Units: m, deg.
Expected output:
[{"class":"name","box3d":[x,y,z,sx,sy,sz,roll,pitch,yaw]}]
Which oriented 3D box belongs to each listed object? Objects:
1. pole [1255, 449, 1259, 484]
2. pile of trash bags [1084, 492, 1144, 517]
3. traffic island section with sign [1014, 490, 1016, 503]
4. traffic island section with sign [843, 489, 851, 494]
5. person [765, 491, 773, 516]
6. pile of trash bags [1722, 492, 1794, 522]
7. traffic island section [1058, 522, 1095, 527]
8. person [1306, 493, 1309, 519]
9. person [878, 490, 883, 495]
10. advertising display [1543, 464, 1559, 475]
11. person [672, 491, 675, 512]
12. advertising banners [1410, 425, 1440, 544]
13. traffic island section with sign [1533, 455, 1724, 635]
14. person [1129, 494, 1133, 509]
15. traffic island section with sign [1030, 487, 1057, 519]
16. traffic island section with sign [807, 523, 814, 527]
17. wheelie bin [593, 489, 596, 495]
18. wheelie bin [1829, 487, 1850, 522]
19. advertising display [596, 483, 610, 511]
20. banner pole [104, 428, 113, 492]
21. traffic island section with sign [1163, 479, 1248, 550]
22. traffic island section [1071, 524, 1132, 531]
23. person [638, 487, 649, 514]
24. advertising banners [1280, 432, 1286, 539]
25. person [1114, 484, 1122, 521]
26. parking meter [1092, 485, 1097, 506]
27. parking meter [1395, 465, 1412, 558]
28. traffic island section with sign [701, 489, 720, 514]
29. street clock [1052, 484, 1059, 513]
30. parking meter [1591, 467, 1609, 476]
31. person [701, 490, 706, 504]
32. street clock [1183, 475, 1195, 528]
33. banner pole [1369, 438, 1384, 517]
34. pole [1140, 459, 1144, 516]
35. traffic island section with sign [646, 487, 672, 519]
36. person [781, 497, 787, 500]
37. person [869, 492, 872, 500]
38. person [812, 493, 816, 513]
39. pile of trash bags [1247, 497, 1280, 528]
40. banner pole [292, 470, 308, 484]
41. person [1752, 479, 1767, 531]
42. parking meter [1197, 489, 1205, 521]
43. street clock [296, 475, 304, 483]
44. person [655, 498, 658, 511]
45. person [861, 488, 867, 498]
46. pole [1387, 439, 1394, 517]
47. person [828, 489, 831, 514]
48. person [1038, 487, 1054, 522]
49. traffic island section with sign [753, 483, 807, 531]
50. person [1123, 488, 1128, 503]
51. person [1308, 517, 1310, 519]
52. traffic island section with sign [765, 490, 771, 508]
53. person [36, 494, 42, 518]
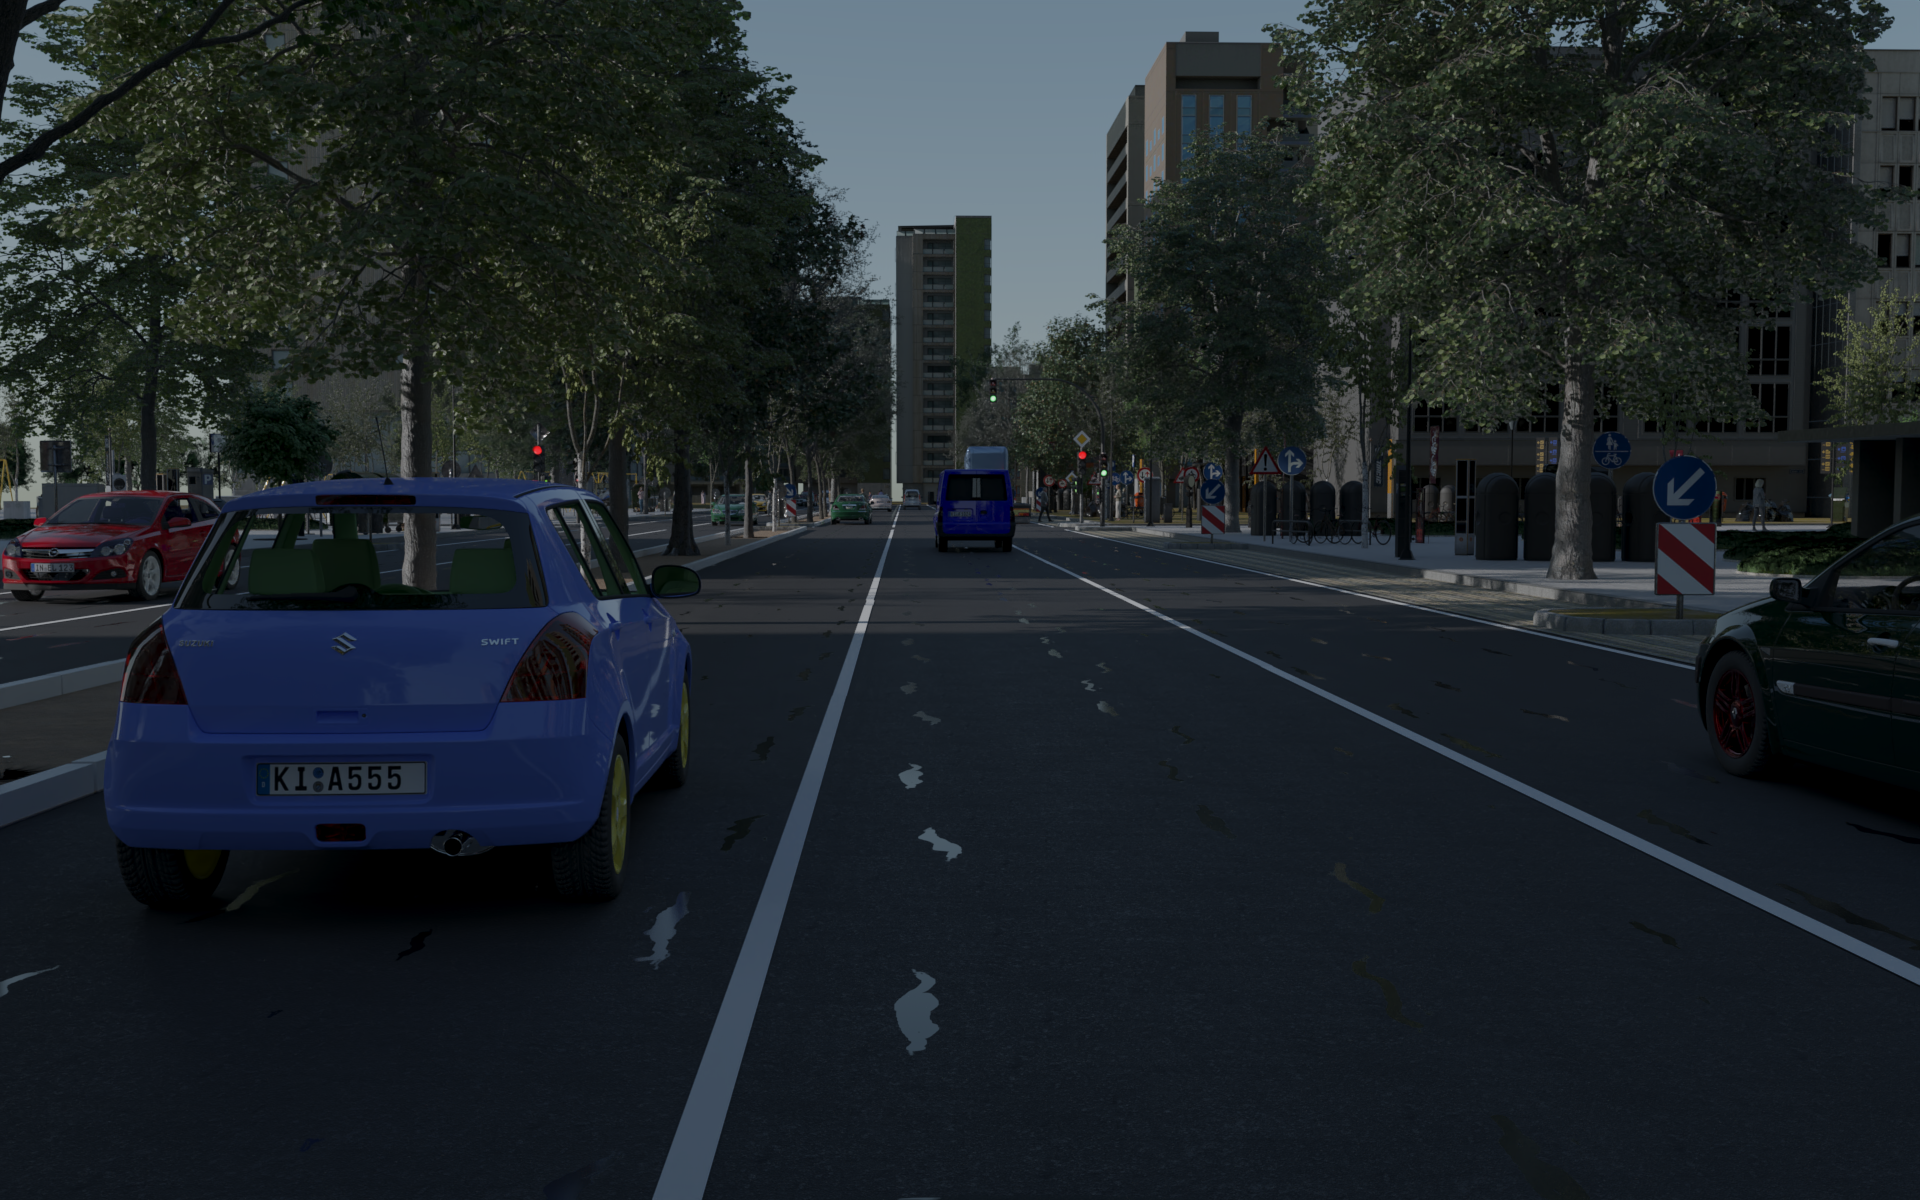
[{"class":"pole","box3d":[13.442,-5.177,78.481,0.158,3.312,0.155,0,3,0]},{"class":"pile of trash bags","box3d":[8.686,-5.264,95.821,3.447,1.369,1.912,-2,4,-24]},{"class":"traffic island section with sign","box3d":[3.689,-7.323,128.365,1.989,1.847,2.006,0,4,-2]},{"class":"traffic island section with sign","box3d":[-9.843,-8.715,150.624,2.006,1.907,1.989,0,4,-2]},{"class":"person","box3d":[-12.230,-6.273,111.270,0.583,1.804,0.606,2,4,27]},{"class":"pile of trash bags","box3d":[36.515,-4.297,80.009,3.447,1.369,1.912,0,4,-2]},{"class":"traffic island section","box3d":[5.372,-3.302,76.275,2.009,0.180,2.903,0,4,-2]},{"class":"person","box3d":[14.440,-3.918,72.906,0.599,1.781,0.374,-1,4,-10]},{"class":"person","box3d":[-7.187,-9.252,159.645,0.709,1.838,0.599,2,4,32]},{"class":"advertising display","box3d":[12.958,-1.958,37.219,0.974,1.923,0.123,-1,4,-16]},{"class":"person","box3d":[-20.366,-7.231,124.367,0.767,1.812,0.694,2,4,32]},{"class":"advertising banners","box3d":[12.009,-2.996,45.170,0.090,3.025,2.074,-1,4,-10]},{"class":"traffic island section with sign","box3d":[7.251,-0.599,18.418,1.989,1.847,2.006,0,4,-2]},{"class":"person","box3d":[13.577,-7.739,136.862,0.394,1.301,0.425,0,4,7]},{"class":"traffic island section with sign","box3d":[4.577,-5.650,101.004,1.989,1.847,2.006,0,4,-2]},{"class":"traffic island section with sign","box3d":[-7.408,-4.122,75.525,2.006,1.907,1.989,0,4,-2]},{"class":"wheelie bin","box3d":[-23.458,-6.369,112.039,0.693,1.594,0.980,-3,4,-36]},{"class":"wheelie bin","box3d":[40.796,-4.429,80.328,0.693,1.594,0.980,-3,5,-43]},{"class":"advertising display","box3d":[-20.539,-5.785,99.793,0.974,1.923,0.123,-3,5,-45]},{"class":"banner pole","box3d":[-31.978,-4.592,65.098,0.401,3.779,0.863,-1,4,-9]},{"class":"traffic island section with sign","box3d":[6.377,-2.247,45.359,1.989,1.847,2.006,0,4,-2]},{"class":"traffic island section","box3d":[5.630,-2.814,68.294,2.009,0.180,2.903,0,4,-2]},{"class":"person","box3d":[-20.390,-6.414,111.507,0.643,1.750,0.593,1,4,14]},{"class":"advertising banners","box3d":[9.277,-3.275,49.731,0.090,3.025,2.074,1,4,9]},{"class":"person","box3d":[7.598,-4.702,83.464,0.362,1.759,0.519,0,4,-7]},{"class":"parking meter","box3d":[7.922,-5.874,101.749,0.255,1.863,0.399,0,4,-3]},{"class":"parking meter","box3d":[8.981,-1.797,35.091,0.255,1.863,0.399,0,4,4]},{"class":"traffic island section with sign","box3d":[-18.031,-7.297,127.932,1.989,1.847,2.006,0,4,-2]},{"class":"street clock","box3d":[6.646,-7.092,120.523,0.471,2.002,0.358,2,4,25]},{"class":"parking meter","box3d":[13.581,-1.904,36.840,0.255,1.863,0.399,-1,4,-10]},{"class":"person","box3d":[-31.750,-12.691,214.205,0.551,1.740,0.621,-2,4,-29]},{"class":"street clock","box3d":[8.714,-3.747,65.829,0.358,2.002,0.471,3,5,42]},{"class":"banner pole","box3d":[18.641,-5.365,77.736,0.863,3.779,0.401,-1,4,-10]},{"class":"pole","box3d":[10.647,-6.586,101.521,0.158,3.312,0.155,0,3,0]},{"class":"traffic island section with sign","box3d":[-17.157,-5.637,100.793,1.989,1.847,2.006,0,4,-2]},{"class":"person","box3d":[-14.936,-8.504,147.636,0.694,1.812,0.767,1,4,23]},{"class":"person","box3d":[-11.665,-13.188,225.041,0.530,1.710,0.541,-3,4,-38]},{"class":"person","box3d":[-11.217,-7.533,131.689,0.620,1.820,0.660,0,4,3]},{"class":"pile of trash bags","box3d":[11.876,-3.429,65.818,1.912,1.369,3.447,0,4,8]},{"class":"banner pole","box3d":[-29.694,-5.389,78.124,0.863,3.779,0.401,-2,4,-33]},{"class":"person","box3d":[27.923,-3.316,60.437,0.526,1.800,0.537,0,4,-1]},{"class":"parking meter","box3d":[11.530,-4.558,82.927,0.372,1.533,0.369,0,3,0]},{"class":"street clock","box3d":[-19.998,-2.933,52.522,0.358,2.002,0.471,-1,4,-21]},{"class":"person","box3d":[-22.881,-7.281,130.110,0.382,1.210,0.505,-3,5,-44]},{"class":"person","box3d":[-5.635,-5.585,100.359,0.519,1.759,0.362,-1,4,-17]},{"class":"pole","box3d":[16.074,-4.329,64.629,0.158,3.312,0.155,0,3,0]},{"class":"person","box3d":[-9.232,-7.105,124.569,0.836,1.842,0.656,-1,4,-17]},{"class":"person","box3d":[4.402,-4.877,88.630,0.834,1.777,0.661,1,4,13]},{"class":"traffic island section with sign","box3d":[-7.178,-3.669,68.121,2.006,1.907,1.989,0,4,-2]},{"class":"person","box3d":[13.288,-8.129,139.136,0.537,1.800,0.526,-3,5,-44]},{"class":"person","box3d":[16.625,-4.559,81.248,0.598,1.740,0.731,-1,4,-17]},{"class":"traffic island section with sign","box3d":[-19.637,-10.343,177.737,1.989,1.847,2.006,0,4,-2]},{"class":"person","box3d":[-28.083,-2.609,52.956,0.590,1.304,0.306,1,4,11]}]
